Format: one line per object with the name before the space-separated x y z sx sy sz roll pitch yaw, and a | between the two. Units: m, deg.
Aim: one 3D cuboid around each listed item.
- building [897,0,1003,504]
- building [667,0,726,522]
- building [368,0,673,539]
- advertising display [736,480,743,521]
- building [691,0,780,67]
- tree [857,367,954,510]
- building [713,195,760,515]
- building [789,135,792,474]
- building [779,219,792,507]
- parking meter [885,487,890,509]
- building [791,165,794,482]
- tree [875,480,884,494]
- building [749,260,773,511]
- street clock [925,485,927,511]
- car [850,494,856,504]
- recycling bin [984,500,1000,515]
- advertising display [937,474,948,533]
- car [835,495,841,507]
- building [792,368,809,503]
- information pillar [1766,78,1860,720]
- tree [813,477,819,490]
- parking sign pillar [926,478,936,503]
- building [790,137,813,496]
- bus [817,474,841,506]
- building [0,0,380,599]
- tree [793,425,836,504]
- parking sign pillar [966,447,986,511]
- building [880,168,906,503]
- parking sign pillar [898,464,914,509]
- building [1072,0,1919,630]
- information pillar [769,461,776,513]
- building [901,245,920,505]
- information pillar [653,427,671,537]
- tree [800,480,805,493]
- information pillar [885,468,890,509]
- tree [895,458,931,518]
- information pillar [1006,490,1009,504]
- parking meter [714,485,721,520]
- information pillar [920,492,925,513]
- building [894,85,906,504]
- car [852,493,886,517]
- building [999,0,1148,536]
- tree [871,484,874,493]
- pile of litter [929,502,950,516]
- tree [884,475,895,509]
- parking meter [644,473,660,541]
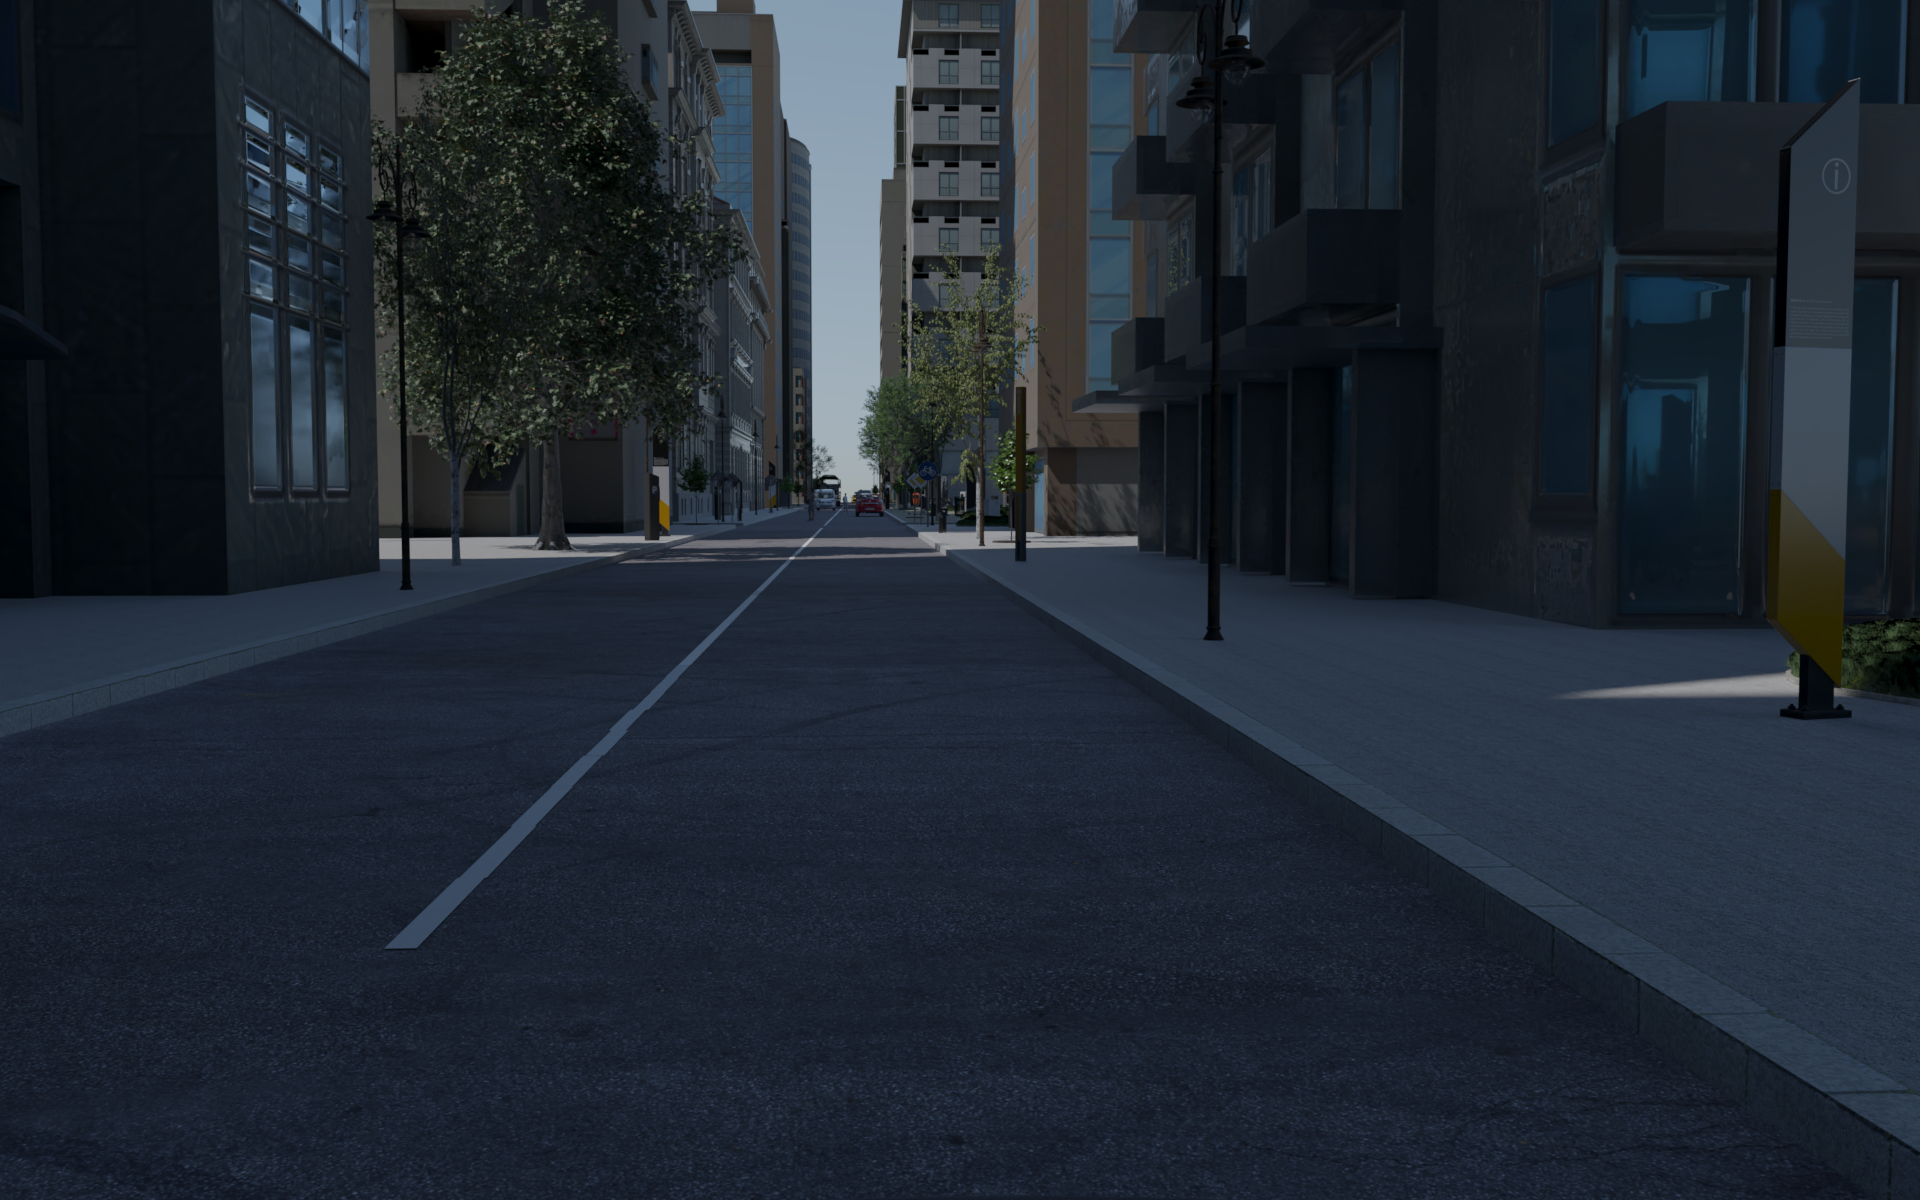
building | 8.170 -36.204 181.182 28.713 52.752 27.495 0 4 -3
building | -19.862 -18.502 89.896 14.401 28.519 23.554 0 4 -3
building | -21.653 -26.589 58.440 21.600 48.544 21.300 0 4 -3
advertising display | -10.509 -4.728 82.518 0.123 1.923 0.974 -1 4 -17
building | -23.707 -31.172 159.772 14.600 45.320 14.200 0 4 -3
tree | -4.282 -13.111 140.124 9.928 11.665 9.643 0 3 0
building | -19.387 -16.928 112.924 11.583 22.565 21.152 0 4 -3
building | -26.210 -32.894 187.928 14.600 45.320 14.200 0 4 -3
building | -24.308 -24.626 174.342 14.160 30.474 14.107 0 4 -3
parking meter | -6.190 -8.675 147.548 0.399 1.863 0.255 0 4 2
building | -26.766 -33.760 202.094 14.600 45.320 14.200 0 4 -3
tree | -8.343 -12.624 201.001 1.663 3.219 1.824 0 3 0
building | -21.844 -17.957 135.400 13.314 21.916 24.055 0 4 -3
street clock | -2.597 -7.642 129.523 0.358 2.002 0.471 -1 4 -16
car | -15.339 -15.159 258.078 2.015 1.641 3.980 0 4 -4
recycling bin | 1.356 -4.126 80.016 0.722 1.027 0.722 -3 4 -36
advertising display | -0.575 -3.181 57.224 0.123 1.923 0.974 1 4 13
car | -14.598 -11.378 198.606 1.945 1.354 3.894 0 4 -4
building | -36.305 -24.883 251.872 27.650 21.520 28.899 0 4 -3
information pillar | 4.842 -1.130 9.825 0.504 3.616 0.183 -1 4 -18
tree | -25.688 -20.061 311.710 4.285 4.588 4.351 0 3 0
parking sign pillar | -2.725 -10.051 152.801 1.447 3.967 1.447 0 4 2
building | -34.759 -45.100 279.388 21.231 58.520 28.212 0 4 -3
bus | -16.534 -13.988 220.252 2.896 3.916 12.252 0 4 -2
building | -17.882 -42.664 10.225 22.319 86.520 31.000 0 4 -3
tree | -20.709 -18.150 231.170 8.767 10.594 7.601 -1 4 -11
parking sign pillar | 0.885 -6.620 96.715 1.447 3.967 1.447 -2 4 -35
building | -0.904 -38.495 253.091 21.300 48.544 21.600 0 4 -3
parking sign pillar | -4.485 -9.652 146.287 1.447 3.967 1.447 0 4 6
building | 14.765 -24.998 28.321 23.786 49.044 30.456 0 4 -3
information pillar | -13.055 -7.887 120.300 0.504 3.616 0.183 -1 4 -9
building | 0.136 -26.329 202.181 14.160 30.474 14.107 0 4 -3
information pillar | -9.013 -3.728 52.305 0.504 3.616 0.183 -1 4 -10
tree | -17.547 -11.675 185.480 1.663 3.219 1.824 0 3 0
information pillar | -6.424 -9.918 153.518 0.504 3.616 0.183 -1 4 -10
tree | -2.396 -6.027 93.136 1.663 3.219 1.824 0 3 0
information pillar | 4.017 -8.567 144.561 0.304 2.012 0.304 1 4 18
parking meter | -12.005 -4.901 85.840 0.255 1.863 0.399 1 4 8
information pillar | -2.500 -6.846 116.421 0.304 2.012 0.304 0 4 -5
building | -3.303 -52.876 302.778 20.563 71.187 20.611 0 4 -3
car | -5.799 -6.225 110.812 2.155 1.783 4.494 0 4 -4
building | 8.794 -24.972 58.404 14.600 45.320 14.200 0 4 -3
tree | -14.936 -18.990 305.089 1.663 3.219 1.824 0 3 0
pile of litter | -1.306 -5.331 101.133 1.176 0.858 1.719 -3 4 -37
tree | -5.179 -9.510 150.083 1.663 3.219 1.824 0 3 0
parking meter | -8.490 -2.572 47.756 0.255 1.863 0.399 3 4 39
